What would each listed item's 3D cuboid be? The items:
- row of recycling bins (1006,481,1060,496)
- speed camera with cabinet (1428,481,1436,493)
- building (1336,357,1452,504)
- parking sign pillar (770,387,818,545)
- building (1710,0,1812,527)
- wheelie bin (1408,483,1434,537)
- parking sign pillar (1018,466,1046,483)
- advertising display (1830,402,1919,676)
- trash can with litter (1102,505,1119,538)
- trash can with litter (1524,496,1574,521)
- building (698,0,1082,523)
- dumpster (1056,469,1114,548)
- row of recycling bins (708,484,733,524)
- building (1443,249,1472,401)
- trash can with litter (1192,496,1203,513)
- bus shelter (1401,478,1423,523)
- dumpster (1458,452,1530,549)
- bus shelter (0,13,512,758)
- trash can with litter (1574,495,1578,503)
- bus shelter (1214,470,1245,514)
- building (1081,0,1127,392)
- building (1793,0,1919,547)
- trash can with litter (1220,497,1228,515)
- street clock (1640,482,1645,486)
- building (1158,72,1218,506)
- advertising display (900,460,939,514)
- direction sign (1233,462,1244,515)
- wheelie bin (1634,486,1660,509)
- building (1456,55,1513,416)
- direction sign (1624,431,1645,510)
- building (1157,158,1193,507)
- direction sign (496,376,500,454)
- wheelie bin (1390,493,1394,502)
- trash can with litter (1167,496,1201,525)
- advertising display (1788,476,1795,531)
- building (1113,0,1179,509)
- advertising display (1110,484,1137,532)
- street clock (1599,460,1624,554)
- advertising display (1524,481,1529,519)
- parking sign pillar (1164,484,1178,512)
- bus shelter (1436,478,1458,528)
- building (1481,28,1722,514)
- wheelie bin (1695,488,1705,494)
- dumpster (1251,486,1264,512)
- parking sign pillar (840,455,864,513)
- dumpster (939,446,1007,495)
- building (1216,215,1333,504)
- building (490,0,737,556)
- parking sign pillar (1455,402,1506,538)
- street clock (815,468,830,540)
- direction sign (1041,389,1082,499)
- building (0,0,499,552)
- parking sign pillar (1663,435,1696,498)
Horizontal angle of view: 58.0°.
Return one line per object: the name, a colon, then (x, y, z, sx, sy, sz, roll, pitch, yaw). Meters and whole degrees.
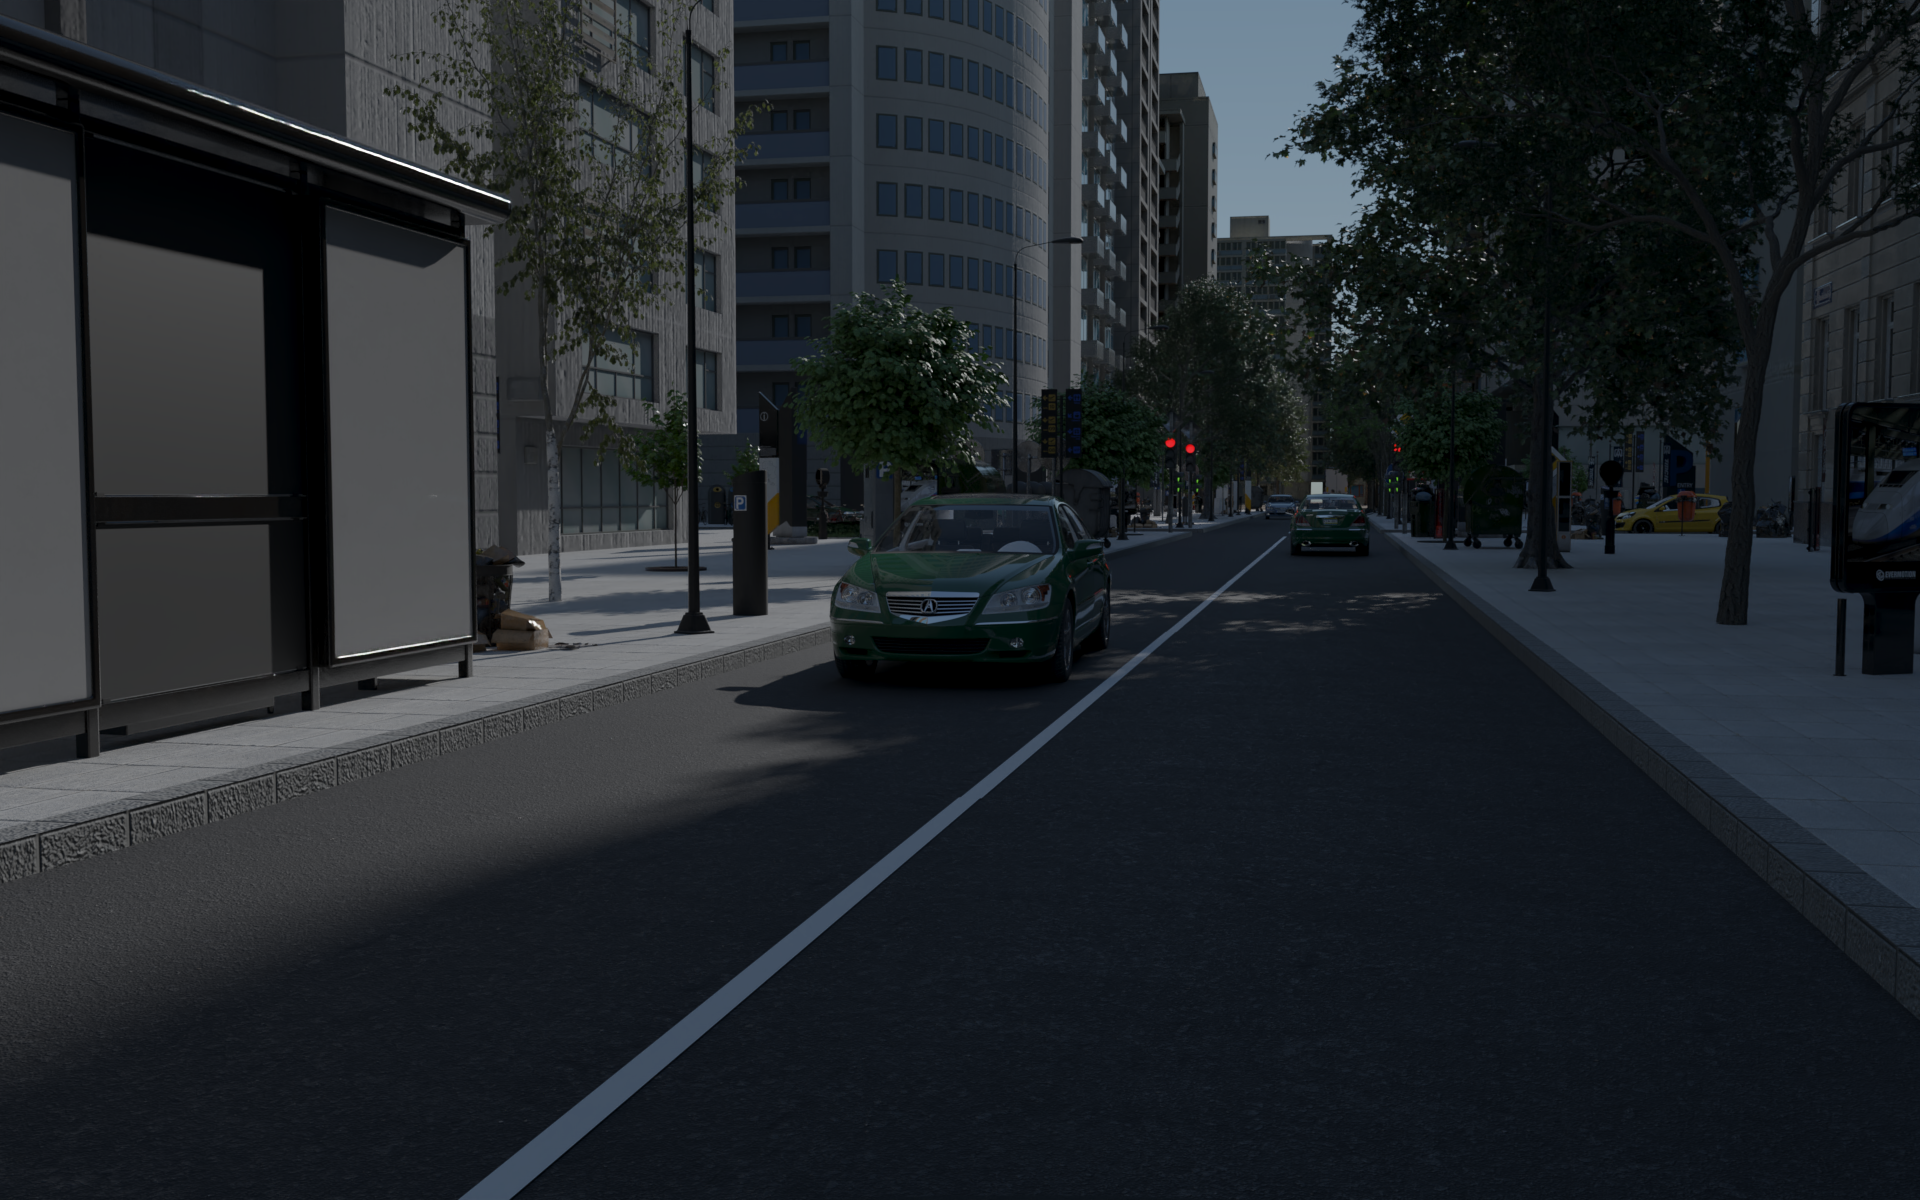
row of recycling bins: (2.548, -3.049, 56.958, 1.069, 1.692, 3.534, 2, 4, 27)
speed camera with cabinet: (20.296, -4.905, 74.526, 0.660, 3.252, 2.038, 0, 4, 5)
building: (66.060, -24.016, 237.694, 28.899, 21.520, 27.650, 1, 4, 12)
parking sign pillar: (-4.373, -3.419, 44.369, 1.447, 3.967, 1.447, -2, 4, -29)
building: (44.982, -27.570, 74.466, 21.600, 48.544, 21.300, 1, 4, 12)
wheelie bin: (13.729, -2.659, 51.389, 0.693, 1.594, 0.980, -1, 4, -13)
parking sign pillar: (3.175, -5.414, 76.986, 1.447, 3.967, 1.447, 2, 4, 30)
advertising display: (6.617, -0.433, 12.299, 0.974, 1.923, 0.123, -1, 4, -18)
trash can with litter: (4.227, -2.427, 51.068, 0.624, 1.170, 1.055, 2, 4, 32)
trash can with litter: (27.393, -4.303, 81.408, 1.678, 1.210, 2.233, -1, 4, -8)
building: (-6.123, -33.462, 89.099, 21.231, 58.520, 28.212, 1, 4, 12)
dumpster: (2.834, -2.113, 40.311, 1.264, 1.857, 1.865, 1, 4, 12)
row of recycling bins: (-9.059, -4.045, 73.256, 3.534, 1.692, 1.069, 1, 4, 20)
building: (63.081, -34.445, 182.784, 23.786, 49.044, 30.456, 1, 4, 12)
trash can with litter: (16.098, -6.396, 115.961, 1.055, 1.170, 0.624, -3, 4, -38)
bus shelter: (21.344, -6.263, 80.031, 2.179, 5.291, 8.768, 1, 4, 12)
dumpster: (12.657, -2.363, 41.126, 1.502, 2.255, 1.985, 1, 4, 12)
bus shelter: (-5.088, -1.857, 7.989, 2.179, 5.291, 8.768, 1, 4, 12)
trash can with litter: (32.420, -4.931, 91.682, 1.678, 1.210, 2.233, 1, 4, 22)
bus shelter: (17.642, -7.338, 113.899, 2.014, 3.302, 5.546, 1, 4, 12)
building: (0.092, -30.983, 126.174, 23.786, 49.044, 30.456, 1, 4, 12)
building: (24.800, -14.332, 31.599, 12.463, 27.353, 25.104, 1, 4, 12)
trash can with litter: (16.586, -5.897, 107.806, 0.624, 1.170, 1.055, -2, 4, -26)
street clock: (41.763, -6.202, 105.978, 0.358, 2.002, 0.471, 0, 4, 7)
building: (18.063, -35.147, 198.348, 21.600, 48.544, 21.300, 1, 4, 12)
advertising display: (-0.882, -1.675, 32.600, 0.974, 1.923, 0.123, -1, 4, -12)
direction sign: (16.838, -6.891, 104.668, 0.379, 3.537, 0.876, -3, 4, -37)
wheelie bin: (27.540, -3.757, 69.342, 0.980, 1.594, 0.693, 0, 4, -7)
building: (56.234, -30.549, 154.102, 22.147, 44.769, 28.867, 1, 4, 12)
direction sign: (24.183, -4.293, 62.188, 0.876, 3.537, 0.379, -1, 4, -21)
building: (7.170, -29.575, 175.434, 32.217, 40.220, 23.993, 1, 4, 12)
direction sign: (-9.068, -2.510, 33.034, 0.379, 3.537, 0.876, 2, 4, 26)
wheelie bin: (27.688, -6.258, 110.219, 0.980, 1.594, 0.693, -3, 5, -42)
trash can with litter: (9.185, -3.730, 72.046, 1.678, 1.210, 2.233, 1, 4, 18)
advertising display: (29.341, -3.419, 61.115, 0.123, 1.923, 0.974, 1, 4, 21)
building: (8.922, -43.613, 151.331, 20.563, 71.187, 20.611, 1, 4, 12)
advertising display: (5.410, -3.220, 57.859, 0.974, 1.923, 0.123, 0, 4, -1)
street clock: (13.923, -1.987, 37.054, 0.471, 2.002, 0.358, 2, 4, 30)
advertising display: (28.971, -5.032, 87.489, 0.974, 1.923, 0.123, -1, 4, -13)
parking sign pillar: (15.108, -8.292, 124.047, 1.447, 3.967, 1.447, 2, 4, 27)
bus shelter: (18.824, -4.564, 65.905, 1.731, 3.624, 6.357, 1, 4, 12)
building: (50.883, -32.355, 118.241, 28.713, 52.752, 27.495, 1, 4, 12)
wheelie bin: (38.187, -5.000, 89.651, 0.980, 1.594, 0.693, 3, 4, 36)
dumpster: (21.075, -7.231, 123.987, 1.264, 1.857, 1.865, 1, 4, 12)
parking sign pillar: (-4.255, -5.067, 71.316, 1.447, 3.967, 1.447, 0, 4, 7)
dumpster: (0.019, -1.966, 34.635, 1.502, 2.255, 1.985, 1, 4, 12)
building: (40.661, -33.816, 244.767, 23.993, 40.220, 32.217, 1, 4, 12)
building: (-13.566, -21.955, 42.567, 14.086, 41.232, 14.154, 1, 4, 12)
parking sign pillar: (15.378, -3.828, 51.061, 1.447, 3.967, 1.447, 1, 4, 12)
street clock: (-3.877, -2.713, 48.921, 0.358, 2.002, 0.471, -2, 4, -32)
direction sign: (2.184, -2.775, 37.365, 0.876, 3.537, 0.379, 1, 4, 10)
building: (-20.349, -28.842, 13.574, 21.231, 58.520, 28.212, 1, 4, 12)
parking sign pillar: (31.775, -5.384, 76.502, 1.447, 3.967, 1.447, 0, 4, -5)
